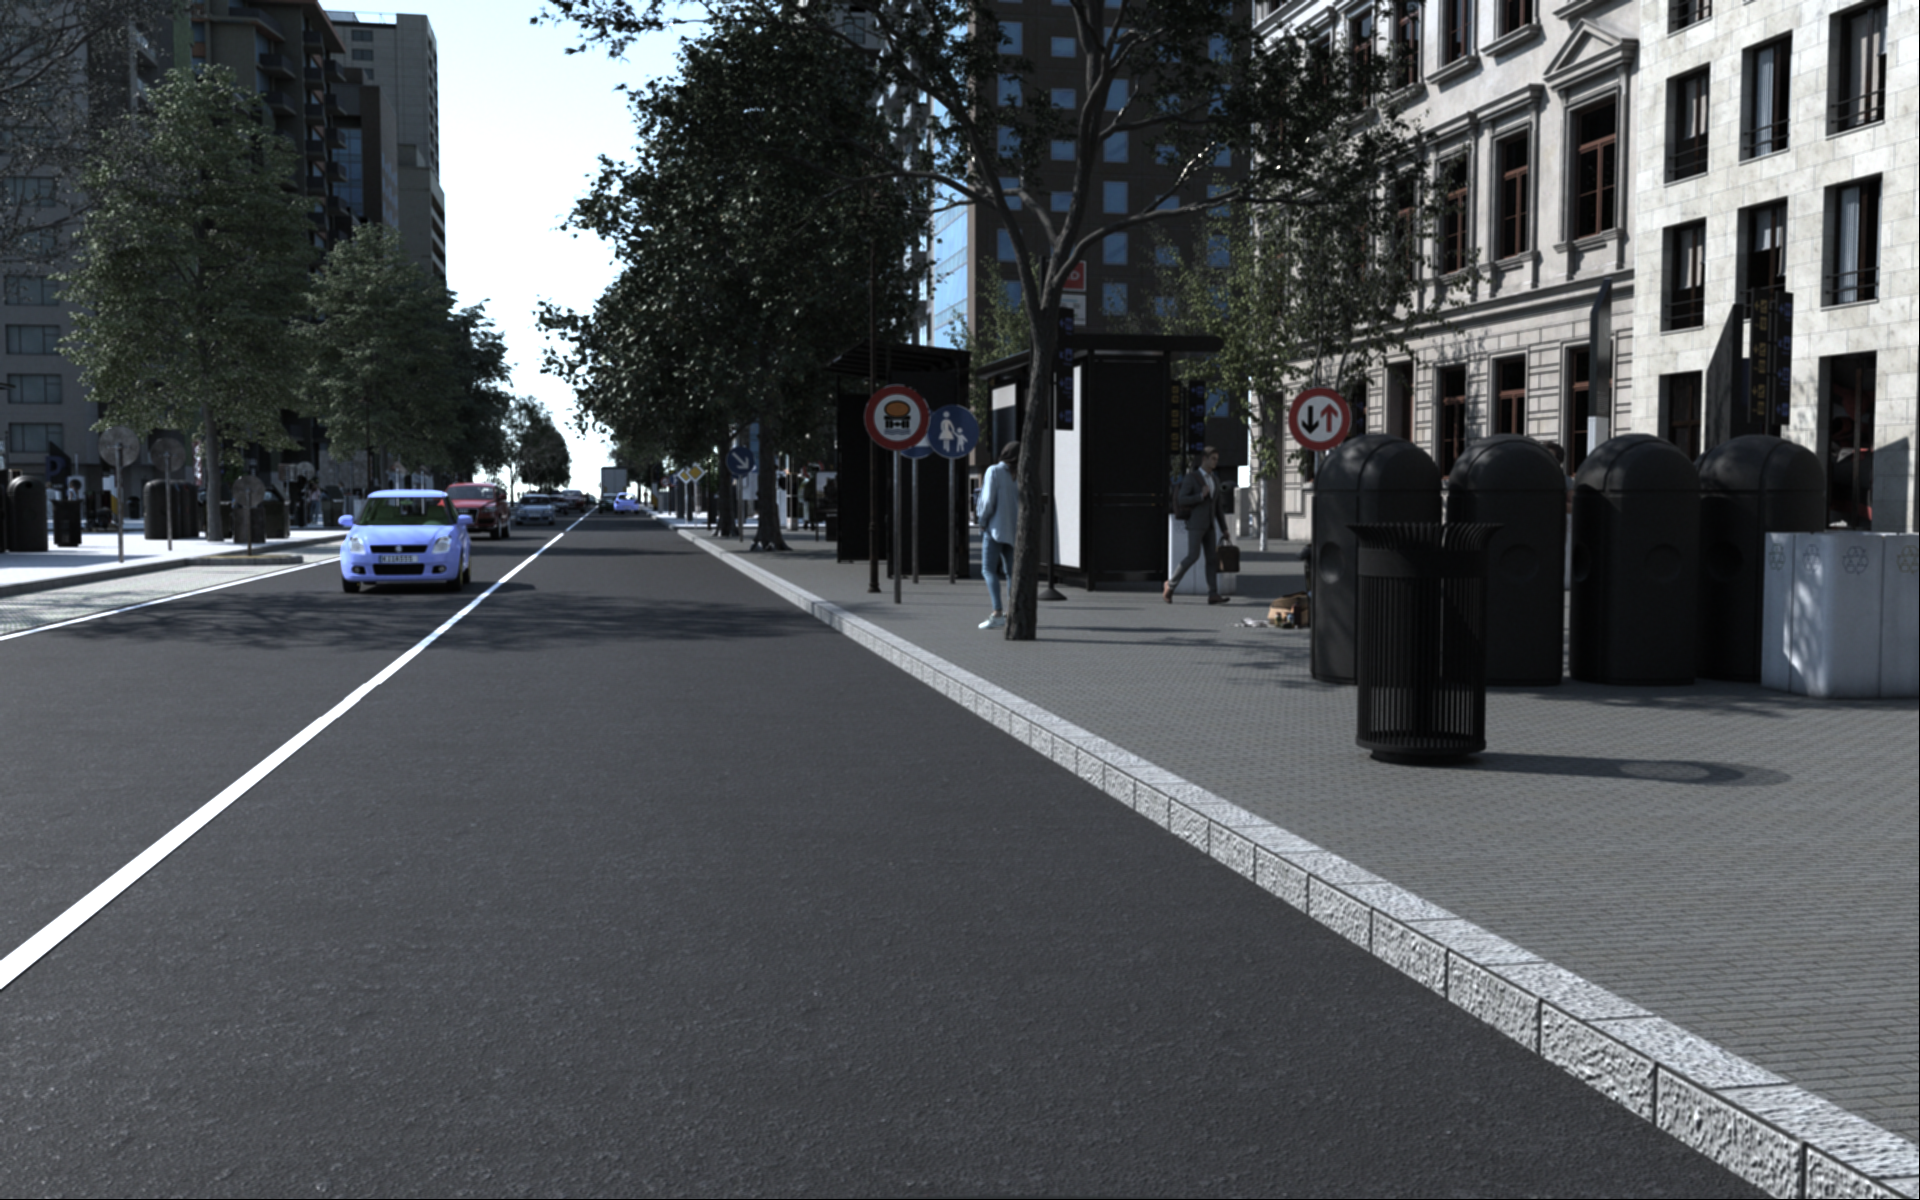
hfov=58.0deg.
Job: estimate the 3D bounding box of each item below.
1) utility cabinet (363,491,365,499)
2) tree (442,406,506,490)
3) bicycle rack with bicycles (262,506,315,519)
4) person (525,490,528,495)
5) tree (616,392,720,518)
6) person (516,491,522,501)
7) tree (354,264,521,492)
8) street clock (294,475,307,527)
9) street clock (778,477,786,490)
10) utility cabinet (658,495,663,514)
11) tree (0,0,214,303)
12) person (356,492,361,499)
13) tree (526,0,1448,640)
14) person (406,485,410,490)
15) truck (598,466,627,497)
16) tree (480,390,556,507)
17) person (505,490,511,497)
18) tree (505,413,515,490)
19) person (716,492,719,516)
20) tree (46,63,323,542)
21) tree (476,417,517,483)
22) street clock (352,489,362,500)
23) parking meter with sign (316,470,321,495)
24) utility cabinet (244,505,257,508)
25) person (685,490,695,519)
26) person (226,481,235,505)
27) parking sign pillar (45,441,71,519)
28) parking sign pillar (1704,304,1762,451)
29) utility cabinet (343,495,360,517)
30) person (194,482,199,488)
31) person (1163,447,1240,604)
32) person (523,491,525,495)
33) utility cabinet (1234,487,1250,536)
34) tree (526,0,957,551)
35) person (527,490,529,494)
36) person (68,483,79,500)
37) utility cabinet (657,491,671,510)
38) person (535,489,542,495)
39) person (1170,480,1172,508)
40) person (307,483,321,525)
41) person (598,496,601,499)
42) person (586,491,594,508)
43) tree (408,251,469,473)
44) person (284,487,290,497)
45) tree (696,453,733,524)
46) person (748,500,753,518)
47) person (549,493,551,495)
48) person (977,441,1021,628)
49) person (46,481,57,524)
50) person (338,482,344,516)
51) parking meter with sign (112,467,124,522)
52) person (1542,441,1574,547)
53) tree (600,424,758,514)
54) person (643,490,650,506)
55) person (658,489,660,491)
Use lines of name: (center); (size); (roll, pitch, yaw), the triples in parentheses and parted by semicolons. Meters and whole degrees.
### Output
utility cabinet: (-37.752, -6.284, 111.424); (1.173, 1.500, 0.318); (-2, 4, -35)
tree: (-36.244, -10.819, 127.250); (4.360, 8.622, 3.978); (0, 3, 0)
bicycle rack with bicycles: (-33.676, -4.492, 86.831); (2.925, 0.926, 2.852); (-3, 4, -38)
person: (-56.981, -13.576, 228.150); (0.705, 1.807, 1.348); (1, 4, 12)
tree: (-14.966, -10.589, 91.257); (7.486, 12.596, 7.792); (0, 3, 0)
person: (-70.082, -16.440, 274.978); (1.348, 1.807, 0.705); (-2, 4, -25)
tree: (-28.879, -11.557, 95.619); (9.857, 13.997, 8.962); (0, 3, 0)
street clock: (-25.411, -3.804, 66.765); (0.471, 2.002, 0.358); (-1, 4, -22)
street clock: (-7.283, -4.113, 71.813); (0.471, 2.002, 0.358); (1, 4, 18)
utility cabinet: (-19.640, -6.266, 113.612); (0.306, 1.237, 1.020); (-1, 4, -9)
tree: (-15.176, -6.902, 23.212); (12.009, 13.543, 11.850); (0, 3, 0)
person: (-51.471, -8.649, 148.391); (0.436, 1.711, 0.756); (1, 4, 20)
tree: (0.665, -4.907, 14.650); (8.767, 10.594, 7.601); (-2, 4, -27)
person: (-33.425, -6.046, 104.984); (0.616, 1.811, 0.778); (-2, 4, -35)
truck: (-36.355, -11.782, 181.549); (2.839, 4.237, 11.283); (-1, 4, -13)
tree: (-44.278, -15.034, 171.562); (9.928, 11.665, 9.643); (0, 3, 0)
person: (-58.436, -13.254, 222.712); (1.348, 1.831, 0.705); (0, 4, -6)
tree: (-36.808, -11.301, 135.128); (4.360, 8.622, 3.978); (0, 3, 0)
person: (-14.205, -5.720, 99.746); (0.590, 1.801, 0.661); (0, 4, -2)
tree: (-20.318, -7.826, 46.087); (7.486, 12.596, 7.792); (0, 3, 0)
tree: (-41.349, -12.416, 153.362); (4.737, 8.622, 4.395); (0, 3, 0)
street clock: (-46.628, -7.880, 133.407); (0.358, 2.002, 0.471); (2, 4, 29)
parking meter with sign: (-47.421, -7.995, 126.979); (0.543, 3.016, 1.738); (1, 4, 16)
utility cabinet: (-43.302, -5.930, 105.638); (0.318, 1.500, 1.173); (0, 4, 3)
person: (-14.094, -4.998, 90.356); (0.503, 1.515, 0.523); (-2, 4, -31)
person: (-29.983, -3.961, 70.904); (0.616, 1.811, 0.778); (3, 5, 42)
parking sign pillar: (-45.831, -6.091, 88.064); (1.447, 3.967, 1.447); (1, 4, 21)
parking sign pillar: (11.249, -2.250, 25.258); (1.447, 3.967, 1.447); (1, 4, 8)
utility cabinet: (-32.650, -4.981, 92.607); (1.020, 1.237, 0.306); (-1, 4, -13)
person: (-32.313, -4.114, 73.291); (0.713, 1.824, 0.794); (-1, 4, -14)
person: (2.810, -0.867, 20.186); (0.822, 1.834, 0.622); (3, 5, 43)
person: (-59.845, -14.101, 237.318); (0.721, 1.736, 1.217); (0, 4, 1)
utility cabinet: (8.578, -2.697, 52.772); (0.318, 1.500, 1.173); (0, 4, 0)
tree: (-4.420, -7.463, 39.033); (9.611, 12.733, 9.660); (0, 3, 0)
person: (-55.637, -13.314, 223.812); (1.348, 1.812, 0.705); (3, 4, 36)
person: (-41.239, -4.557, 80.650); (0.778, 1.811, 0.616); (2, 4, 27)
utility cabinet: (-23.223, -7.787, 135.991); (1.173, 1.500, 0.318); (0, 4, -5)
person: (-34.832, -8.237, 143.142); (1.348, 1.831, 0.705); (0, 4, 1)
person: (5.842, -2.682, 50.170); (0.573, 1.790, 0.520); (1, 4, 9)
person: (-26.983, -4.018, 72.331); (0.593, 1.750, 0.643); (-1, 4, -12)
person: (-40.212, -11.151, 194.036); (0.991, 1.433, 0.599); (1, 4, 13)
person: (-38.336, -10.350, 178.438); (1.217, 1.736, 0.721); (-2, 4, -24)
tree: (-24.867, -9.484, 73.197); (7.486, 12.596, 7.792); (0, 3, 0)
person: (-38.726, -5.654, 99.492); (0.512, 1.701, 0.522); (0, 4, 5)
tree: (-10.786, -4.909, 74.866); (1.663, 3.219, 1.824); (0, 3, 0)
person: (-11.567, -5.418, 94.805); (0.511, 1.800, 0.466); (2, 4, 35)
person: (-64.149, -16.219, 271.941); (1.217, 1.735, 0.721); (0, 4, -7)
person: (0.420, -0.637, 16.729); (0.793, 1.790, 0.793); (1, 4, 17)
person: (-36.111, -3.809, 68.665); (0.624, 1.780, 0.694); (3, 4, 39)
person: (-25.536, -3.961, 71.084); (0.573, 1.790, 0.520); (-2, 4, -32)
parking meter with sign: (-38.832, -5.109, 79.798); (0.543, 3.016, 1.738); (-2, 4, -28)
person: (5.439, -0.610, 16.380); (0.716, 1.782, 0.532); (1, 4, 22)
tree: (-17.640, -12.248, 110.629); (12.009, 13.543, 11.850); (0, 3, 0)
person: (-34.956, -11.423, 192.763); (0.705, 1.831, 1.348); (2, 4, 23)
person: (-29.571, -10.034, 170.113); (1.348, 1.821, 0.705); (-2, 4, -31)
